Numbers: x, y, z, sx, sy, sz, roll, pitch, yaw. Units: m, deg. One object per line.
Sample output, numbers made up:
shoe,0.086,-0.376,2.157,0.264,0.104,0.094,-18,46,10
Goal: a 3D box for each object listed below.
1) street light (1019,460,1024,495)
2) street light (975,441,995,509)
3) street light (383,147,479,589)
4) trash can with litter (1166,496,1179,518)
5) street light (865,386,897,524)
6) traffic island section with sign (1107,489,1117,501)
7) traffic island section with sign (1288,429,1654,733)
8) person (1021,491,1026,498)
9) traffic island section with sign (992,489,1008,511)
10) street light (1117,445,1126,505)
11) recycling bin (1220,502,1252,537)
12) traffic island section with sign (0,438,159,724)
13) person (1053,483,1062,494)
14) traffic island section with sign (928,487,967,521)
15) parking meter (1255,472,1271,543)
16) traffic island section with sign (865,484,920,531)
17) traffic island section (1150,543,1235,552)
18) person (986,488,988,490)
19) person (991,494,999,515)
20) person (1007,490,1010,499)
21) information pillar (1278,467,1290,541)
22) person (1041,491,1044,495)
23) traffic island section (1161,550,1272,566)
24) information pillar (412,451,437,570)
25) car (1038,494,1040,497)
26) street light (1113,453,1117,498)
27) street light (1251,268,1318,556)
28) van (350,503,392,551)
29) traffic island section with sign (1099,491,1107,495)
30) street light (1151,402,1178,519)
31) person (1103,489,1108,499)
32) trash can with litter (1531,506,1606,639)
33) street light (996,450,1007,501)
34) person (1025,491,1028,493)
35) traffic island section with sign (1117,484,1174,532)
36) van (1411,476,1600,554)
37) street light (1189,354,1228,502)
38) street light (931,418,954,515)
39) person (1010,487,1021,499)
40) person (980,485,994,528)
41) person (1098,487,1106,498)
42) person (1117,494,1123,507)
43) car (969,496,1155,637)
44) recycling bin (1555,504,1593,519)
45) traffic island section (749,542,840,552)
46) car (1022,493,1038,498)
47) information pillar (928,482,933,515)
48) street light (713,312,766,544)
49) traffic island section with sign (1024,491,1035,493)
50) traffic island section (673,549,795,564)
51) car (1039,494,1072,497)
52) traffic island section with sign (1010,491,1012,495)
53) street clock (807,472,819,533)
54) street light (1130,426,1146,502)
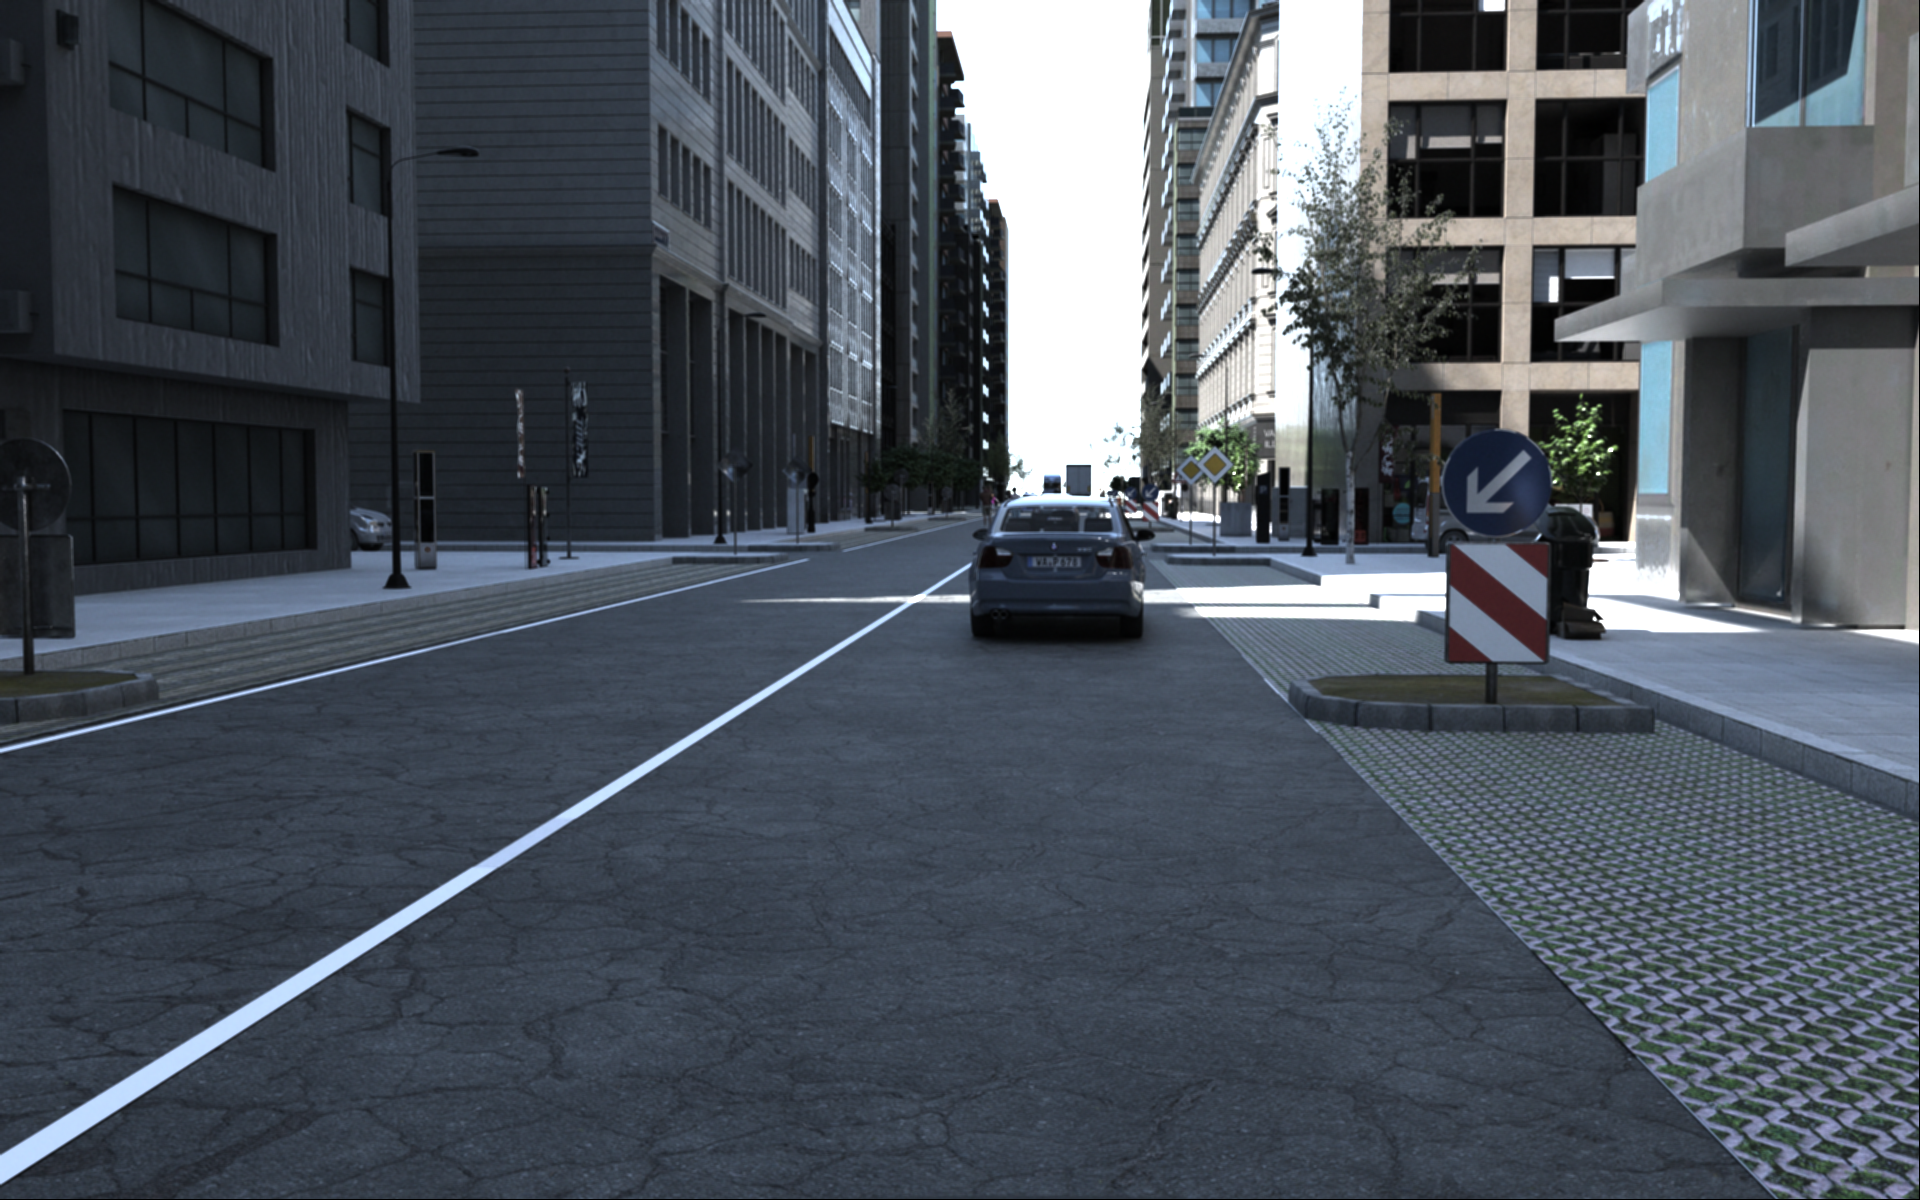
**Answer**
street light,8.016,-16.075,235.366,1.470,5.913,1.316,0,4,4
street light,2.047,-10.974,151.962,1.470,5.913,1.316,0,4,4
street light,-7.123,-3.108,23.351,1.470,5.913,1.316,0,4,4
trash can with litter,11.280,-4.965,92.567,0.624,1.170,1.055,-1,4,-17
street light,-3.400,-6.260,74.891,1.470,5.913,1.316,0,4,4
traffic island section with sign,9.081,-5.181,93.336,1.989,1.847,2.006,0,4,4
traffic island section with sign,3.210,-0.164,11.307,1.989,1.847,2.006,0,4,4
person,6.553,-10.018,173.026,1.217,1.736,0.721,1,4,12
traffic island section with sign,2.865,-8.245,143.441,1.989,1.847,2.006,0,4,4
street light,15.970,-11.745,164.568,1.470,5.913,1.316,0,4,4
recycling bin,8.380,-2.450,52.605,0.722,1.027,0.722,-2,4,-24
traffic island section with sign,-6.571,-0.179,11.555,1.989,1.847,2.006,0,4,4
person,4.174,-3.950,72.449,0.474,1.900,0.648,-3,4,-37
traffic island section with sign,-0.664,-5.230,94.135,1.989,1.847,2.006,0,4,4
parking meter,7.929,-2.427,45.395,0.399,1.863,0.255,1,4,10
traffic island section with sign,-2.596,-3.575,67.075,1.989,1.847,2.006,0,4,4
traffic island section,5.862,-1.322,43.891,2.009,0.180,2.903,0,4,4
person,1.877,-6.583,116.155,0.581,1.822,0.654,1,4,14
person,2.289,-6.682,120.970,0.991,1.433,0.599,1,4,22
person,3.661,-7.162,126.308,0.721,1.735,1.217,0,4,-7
information pillar,8.894,-2.632,47.522,0.304,2.012,0.304,1,4,11
person,8.496,-10.308,177.590,0.434,1.755,0.990,2,4,29
traffic island section,5.292,-0.835,35.926,2.009,0.180,2.903,0,4,4
information pillar,-9.119,-1.530,29.506,0.304,2.012,0.304,-2,4,-31
car,6.941,-9.034,159.708,2.014,1.417,4.499,0,4,3
street light,18.055,-13.606,194.998,1.470,5.913,1.316,0,4,4
street light,6.686,-3.863,35.700,1.470,5.913,1.316,0,4,4
van,-15.926,-2.155,42.246,4.112,2.044,2.013,0,4,5
traffic island section with sign,12.621,-8.209,142.844,1.989,1.847,2.006,0,4,4
street light,10.371,-7.055,87.890,1.470,5.913,1.316,0,4,4
person,10.650,-7.303,127.933,0.705,1.821,1.348,-1,4,-16
trash can with litter,5.576,-0.262,15.669,0.624,1.170,1.055,0,4,-1
street light,4.202,-12.835,182.388,1.470,5.913,1.316,0,4,4
person,6.470,-9.880,170.828,0.721,1.735,1.217,-1,4,-20
traffic island section with sign,7.108,-3.501,65.868,1.989,1.847,2.006,0,4,4
van,12.556,-2.009,39.863,4.112,2.044,2.013,0,4,2
street light,8.287,-5.194,57.460,1.470,5.913,1.316,0,4,4
street light,-1.169,-8.145,105.713,1.470,5.913,1.316,0,4,4
person,2.176,-3.542,67.254,0.563,1.720,0.643,-2,4,-35
person,1.176,-3.987,73.661,0.573,1.828,0.580,3,5,39
person,8.542,-5.934,105.294,0.755,1.850,0.659,-1,4,-11
person,11.724,-7.072,127.381,0.557,1.426,1.065,3,5,43
car,1.098,-0.407,18.663,2.014,1.417,4.499,0,4,5
recycling bin,15.504,-1.909,43.774,0.722,1.027,0.722,0,4,-2
traffic island section,-4.203,-1.366,44.613,2.009,0.180,2.903,0,4,4
car,5.542,-7.767,136.581,1.945,1.707,3.694,0,4,2
information pillar,-1.809,-6.142,104.910,0.304,2.012,0.304,0,4,-1
street light,-5.649,-4.399,44.473,1.470,5.913,1.316,0,4,4
traffic island section with sign,10.695,-14.932,252.771,1.989,1.847,2.006,0,4,4
traffic island section,-4.773,-0.879,36.649,2.009,0.180,2.903,0,4,4
car,3.527,-3.300,63.738,2.009,1.686,4.222,0,4,4
traffic island section with sign,4.844,-9.935,171.063,1.989,1.847,2.006,0,4,4
street clock,-4.958,-3.247,57.652,0.471,2.002,0.358,-3,5,-40
street light,12.534,-8.916,118.315,1.470,5.913,1.316,0,4,4
